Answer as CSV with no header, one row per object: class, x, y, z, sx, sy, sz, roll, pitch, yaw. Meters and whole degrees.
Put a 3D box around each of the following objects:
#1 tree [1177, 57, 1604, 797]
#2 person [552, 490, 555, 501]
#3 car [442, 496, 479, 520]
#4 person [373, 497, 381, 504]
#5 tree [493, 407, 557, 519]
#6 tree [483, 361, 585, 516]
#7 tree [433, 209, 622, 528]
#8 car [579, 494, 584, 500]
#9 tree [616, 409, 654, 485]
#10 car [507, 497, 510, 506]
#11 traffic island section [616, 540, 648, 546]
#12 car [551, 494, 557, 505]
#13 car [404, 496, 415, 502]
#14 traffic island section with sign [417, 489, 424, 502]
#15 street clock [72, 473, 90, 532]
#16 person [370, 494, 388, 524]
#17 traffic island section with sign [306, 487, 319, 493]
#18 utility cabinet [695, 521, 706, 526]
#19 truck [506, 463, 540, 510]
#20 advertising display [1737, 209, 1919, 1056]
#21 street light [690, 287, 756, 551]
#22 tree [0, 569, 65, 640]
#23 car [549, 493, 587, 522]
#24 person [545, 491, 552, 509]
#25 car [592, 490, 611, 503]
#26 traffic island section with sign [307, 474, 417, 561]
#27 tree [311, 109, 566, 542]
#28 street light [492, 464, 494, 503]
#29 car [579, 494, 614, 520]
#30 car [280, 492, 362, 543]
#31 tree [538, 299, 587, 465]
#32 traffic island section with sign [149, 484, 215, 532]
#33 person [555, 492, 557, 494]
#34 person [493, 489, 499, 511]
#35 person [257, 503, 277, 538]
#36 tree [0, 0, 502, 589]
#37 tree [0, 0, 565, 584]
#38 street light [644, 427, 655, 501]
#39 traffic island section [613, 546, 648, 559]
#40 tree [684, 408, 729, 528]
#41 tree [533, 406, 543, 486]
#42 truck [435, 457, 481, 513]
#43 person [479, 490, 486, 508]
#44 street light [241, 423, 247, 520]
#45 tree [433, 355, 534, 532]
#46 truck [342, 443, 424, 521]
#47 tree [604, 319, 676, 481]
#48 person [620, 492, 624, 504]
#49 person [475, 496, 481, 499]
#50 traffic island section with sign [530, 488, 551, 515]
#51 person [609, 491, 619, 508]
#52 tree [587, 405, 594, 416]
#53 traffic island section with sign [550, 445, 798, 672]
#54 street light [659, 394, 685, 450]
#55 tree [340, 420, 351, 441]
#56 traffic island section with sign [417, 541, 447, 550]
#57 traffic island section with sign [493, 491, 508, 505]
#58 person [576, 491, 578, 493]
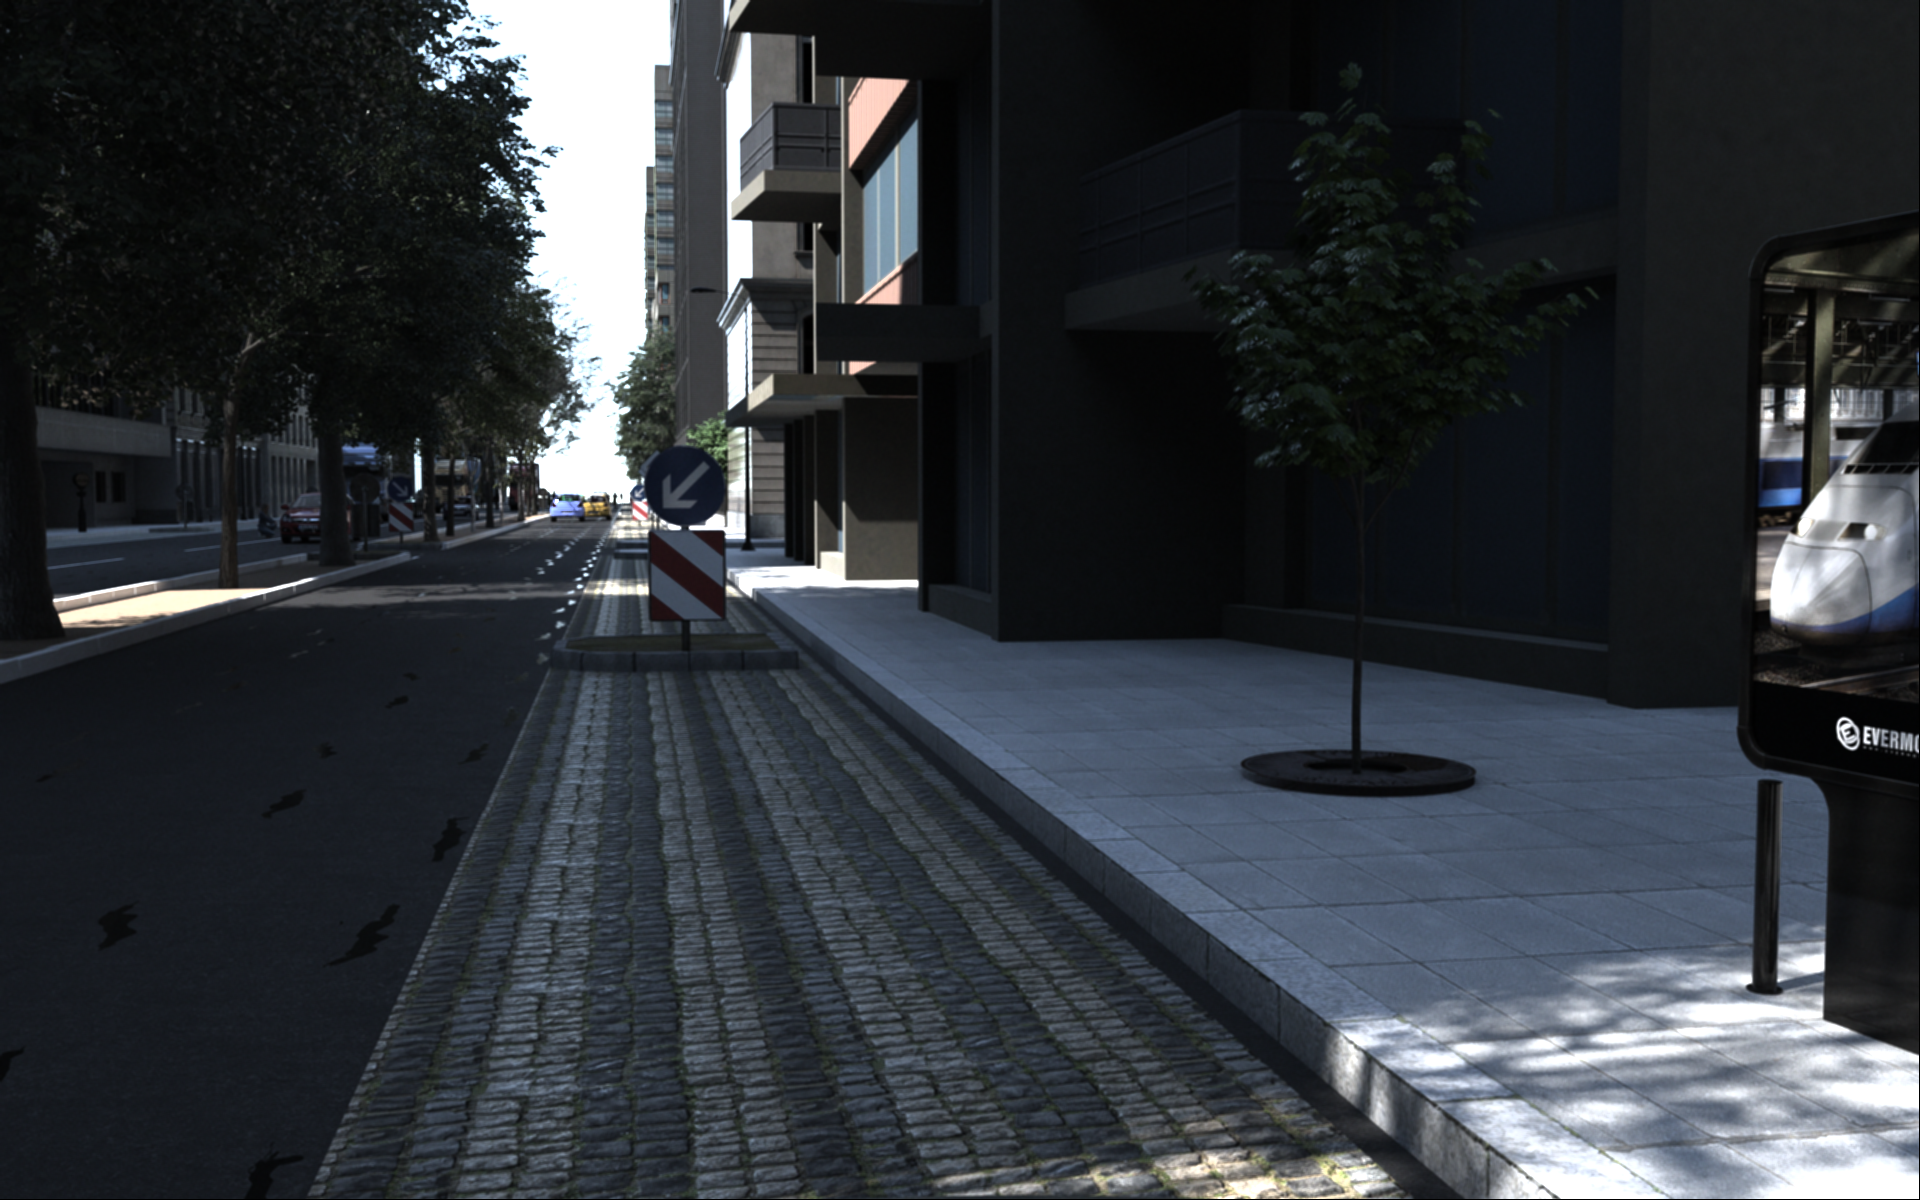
tree,1.723,-0.811,7.863,1.663,3.219,1.824,0,3,0
person,-37.050,-9.150,158.126,0.705,1.821,1.348,0,3,0
car,-27.530,-5.077,95.584,1.945,1.354,3.894,-1,4,-12
person,-27.210,-4.302,80.651,0.330,1.601,0.589,1,4,16
tree,-24.662,-8.849,97.507,4.737,8.622,4.395,0,3,0
tree,-28.274,-11.384,114.333,9.928,11.665,9.643,0,3,0
tree,-19.673,-9.735,71.990,12.009,13.543,11.850,0,3,0
car,-25.227,-6.390,113.271,1.959,1.807,4.718,-1,4,-10
tree,-35.510,-17.520,203.464,9.611,12.733,9.660,0,3,0
car,-53.397,-12.209,208.653,2.155,1.783,4.494,-1,4,-11
traffic island section,-8.303,-1.511,46.984,2.009,0.180,2.903,-1,4,-11
car,-51.933,-13.099,223.754,1.945,1.707,3.694,-1,4,-11
car,-40.867,-7.212,126.704,1.959,1.807,4.718,-1,4,-13
traffic island section with sign,-43.756,-8.085,140.815,1.989,1.847,2.006,-1,4,-11
street clock,-29.592,-3.289,58.350,0.358,2.002,0.471,3,4,37
person,-27.250,-4.476,81.907,1.509,1.804,0.699,-2,4,-24
traffic island section with sign,-34.386,-5.094,91.909,1.989,1.847,2.006,-1,4,-11
utility cabinet,-10.693,-3.578,69.658,0.306,1.237,1.020,3,5,42
truck,-39.363,-10.256,156.604,2.839,4.237,11.283,-1,4,-12
advertising display,2.207,0.074,4.010,0.123,1.923,0.974,-1,4,-17
street light,-5.353,-4.072,39.122,1.470,5.913,1.316,-1,4,-11
tree,-9.232,-6.576,16.626,9.857,13.997,8.962,0,3,0
car,-20.349,-4.912,89.900,1.945,1.707,3.694,-1,4,-12
person,-39.224,-9.548,165.343,1.217,1.736,0.721,-1,4,-12
car,-37.270,-10.439,179.343,2.281,1.827,5.304,-1,4,-12
traffic island section with sign,-13.198,-1.836,38.163,2.006,1.907,1.989,-1,4,-11
tree,-15.465,-7.943,50.456,7.486,12.596,7.792,0,3,0
street light,-64.388,-16.410,240.845,1.470,5.913,1.316,-1,4,-11
car,-20.261,-5.257,96.179,2.015,1.641,3.980,-1,4,-10
car,-19.227,-2.639,52.184,2.155,1.783,4.494,-1,4,-10
tree,-17.215,-7.406,57.950,8.767,10.594,7.601,-1,4,-11
traffic island section with sign,-29.284,-3.465,65.286,1.989,1.847,2.006,-1,4,-11
person,-57.651,-14.526,246.514,0.721,1.766,1.217,-1,4,-8
person,-39.536,-8.531,147.620,0.705,1.869,1.348,-2,4,-28
person,-22.591,-2.611,56.688,0.738,1.151,1.012,0,4,-7
tree,-10.952,-5.413,25.373,8.767,10.594,7.601,-1,4,-11
tree,-12.384,-7.636,33.968,9.857,13.997,8.962,0,3,0
street light,-21.171,-9.075,120.923,1.470,5.913,1.316,-1,4,-11
traffic island section,-6.799,-1.031,39.141,2.009,0.180,2.903,-1,4,-11
tree,-9.068,-5.057,66.398,4.285,4.588,4.351,0,3,0
tree,-21.297,-7.794,80.248,4.360,8.622,3.978,0,3,0
truck,-38.779,-8.843,133.488,2.839,4.237,11.283,-1,4,-9
person,-49.532,-10.436,179.227,1.348,1.812,0.705,1,4,9
street light,-34.338,-6.833,84.266,1.470,5.913,1.316,-1,4,-11
tree,-18.073,-6.802,64.025,4.360,8.622,3.978,0,3,0
truck,-32.257,-6.544,96.759,2.967,4.110,18.799,-1,4,-11
tree,-21.550,-13.535,127.954,9.857,13.997,8.962,0,3,0
person,-47.881,-14.436,244.979,0.683,1.767,0.568,1,4,12
person,-46.570,-9.665,166.604,1.350,1.814,0.705,3,5,39
traffic island section with sign,-28.737,-6.795,119.238,2.006,1.907,1.989,-1,4,-11
person,-34.713,-10.072,173.909,0.721,1.736,1.217,3,4,39
tree,-26.384,-10.302,105.310,8.767,10.594,7.601,-1,4,-11
traffic island section with sign,-2.476,-0.378,14.814,1.989,1.847,2.006,-1,4,-11
street light,-13.198,-6.588,80.263,1.470,5.913,1.316,-1,4,-11
tree,-41.857,-9.996,113.789,4.737,8.622,4.395,0,3,0
traffic island section with sign,-14.583,-2.282,45.440,2.006,1.907,1.989,-1,4,-11
traffic island section with sign,-59.452,-13.095,222.731,1.989,1.847,2.006,-1,4,-11
person,-35.600,-9.281,160.958,1.217,1.735,0.721,0,4,8
